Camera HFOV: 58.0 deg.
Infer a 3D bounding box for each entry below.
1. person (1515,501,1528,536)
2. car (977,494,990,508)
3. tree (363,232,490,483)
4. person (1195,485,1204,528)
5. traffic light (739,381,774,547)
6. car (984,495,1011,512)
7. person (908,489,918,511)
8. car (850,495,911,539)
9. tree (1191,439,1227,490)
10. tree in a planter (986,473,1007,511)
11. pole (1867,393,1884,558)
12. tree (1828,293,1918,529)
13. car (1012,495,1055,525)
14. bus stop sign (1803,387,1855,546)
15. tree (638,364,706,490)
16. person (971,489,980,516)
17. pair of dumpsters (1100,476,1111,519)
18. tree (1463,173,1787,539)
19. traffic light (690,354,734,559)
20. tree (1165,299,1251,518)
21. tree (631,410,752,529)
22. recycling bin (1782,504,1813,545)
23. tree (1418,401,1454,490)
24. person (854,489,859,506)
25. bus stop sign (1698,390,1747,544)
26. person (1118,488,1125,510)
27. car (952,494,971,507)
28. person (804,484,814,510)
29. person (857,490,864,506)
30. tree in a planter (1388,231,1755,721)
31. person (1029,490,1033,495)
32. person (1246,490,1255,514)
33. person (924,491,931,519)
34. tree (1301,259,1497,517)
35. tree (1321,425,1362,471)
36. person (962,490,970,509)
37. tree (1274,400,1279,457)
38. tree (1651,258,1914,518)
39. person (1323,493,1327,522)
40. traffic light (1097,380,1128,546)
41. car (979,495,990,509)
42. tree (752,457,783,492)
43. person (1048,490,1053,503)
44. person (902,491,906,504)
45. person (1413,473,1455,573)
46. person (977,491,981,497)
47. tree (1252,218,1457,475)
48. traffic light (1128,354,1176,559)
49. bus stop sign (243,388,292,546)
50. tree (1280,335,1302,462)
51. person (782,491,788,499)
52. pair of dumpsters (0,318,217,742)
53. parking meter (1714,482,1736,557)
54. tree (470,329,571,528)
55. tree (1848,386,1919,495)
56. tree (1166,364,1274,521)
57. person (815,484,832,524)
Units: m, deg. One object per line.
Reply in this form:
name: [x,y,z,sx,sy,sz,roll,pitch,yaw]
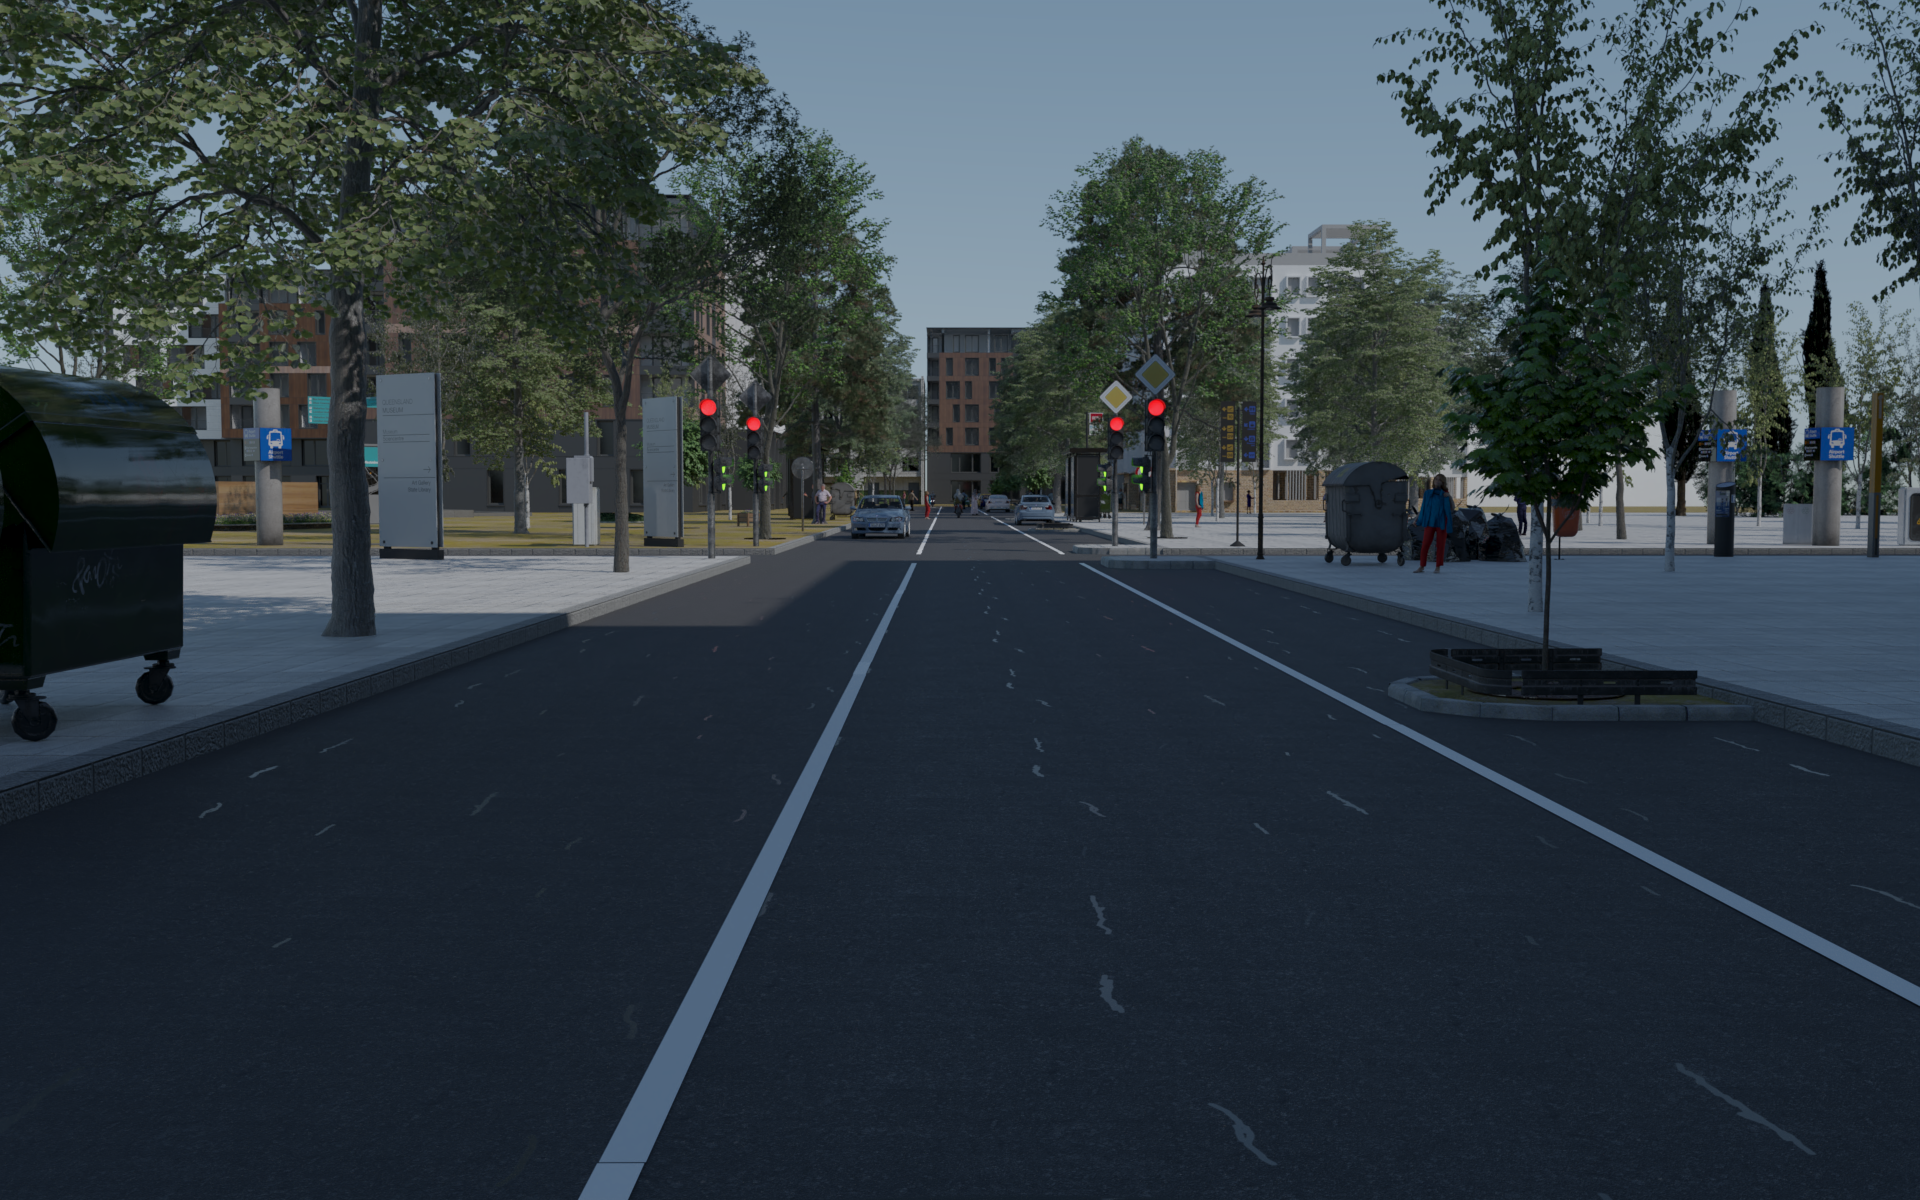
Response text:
person: [17.287,-2.857,53.467,0.504,1.737,0.576,3,5,44]
car: [2.619,-10.285,178.380,2.015,1.641,3.980,0,4,-2]
tree: [-14.740,-5.960,47.801,4.360,8.622,3.978,0,3,0]
person: [9.185,-3.590,66.441,0.444,1.614,0.593,3,5,42]
traffic light: [-4.978,-3.245,42.309,0.839,4.213,0.868,0,4,0]
car: [2.965,-7.568,136.100,2.083,1.381,4.827,0,4,-1]
person: [-4.060,-8.477,147.116,0.705,1.823,1.348,-3,4,-37]
car: [-2.588,-2.757,57.084,2.014,1.417,4.499,0,4,1]
tree: [16.001,-9.578,106.968,4.737,8.622,4.395,0,3,0]
tree in a planter: [3.085,-8.996,144.308,1.991,3.239,1.994,0,4,0]
pole: [18.486,-2.515,34.968,0.158,3.312,0.155,0,3,0]
tree: [33.055,-6.939,63.812,4.737,8.622,4.395,0,3,0]
car: [3.447,-4.184,80.408,2.014,1.417,4.499,0,4,0]
bus stop sign: [21.498,-3.295,42.889,0.837,3.901,0.837,0,3,0]
tree: [-15.483,-8.812,94.440,4.737,8.622,4.395,0,3,0]
person: [1.009,-6.479,115.101,0.621,1.740,0.551,0,4,-1]
pair of dumpsters: [7.161,-5.425,91.194,1.574,2.255,4.436,0,4,0]
tree: [18.803,-7.012,49.061,8.767,10.594,7.601,0,4,8]
traffic light: [-4.921,-2.757,34.324,0.839,4.213,0.868,0,4,0]
tree: [14.070,-10.566,90.880,7.486,12.596,7.792,0,3,0]
tree: [-10.512,-4.944,64.546,4.285,4.588,4.351,0,3,0]
recycling bin: [21.422,-1.932,44.147,0.722,1.027,0.722,2,4,33]
tree: [31.545,-10.049,114.659,4.360,8.622,3.978,0,3,0]
person: [-11.006,-10.806,182.815,0.705,1.812,1.348,1,4,22]
bus stop sign: [19.415,-3.372,44.144,0.837,3.901,0.837,-1,4,-8]
person: [12.794,-8.065,138.687,0.721,1.735,1.217,-3,4,-39]
car: [0.207,-10.885,189.764,2.131,1.459,4.920,0,4,0]
person: [-6.706,-4.387,78.303,0.750,1.759,0.617,-1,4,-9]
person: [-10.827,-10.885,184.733,1.217,1.735,0.721,0,4,6]
tree in a planter: [4.037,-0.894,11.838,1.991,3.239,1.994,0,4,0]
person: [6.970,-10.232,174.124,1.217,1.735,0.721,2,4,25]
person: [18.518,-6.239,110.421,0.546,1.535,0.453,-3,4,-38]
person: [-1.839,-5.445,99.226,0.444,1.614,0.593,1,4,10]
tree: [25.038,-11.557,95.607,9.857,13.997,8.962,0,3,0]
tree: [25.522,-10.071,115.019,4.360,8.622,3.978,0,3,0]
person: [0.362,-9.441,162.841,0.705,1.826,1.348,-3,5,-44]
tree: [19.500,-10.099,115.485,4.360,8.622,3.978,0,3,0]
tree: [47.943,-12.192,101.153,13.155,14.587,18.604,2,4,35]
person: [16.637,-4.286,78.175,0.516,1.574,0.319,3,4,36]
traffic light: [3.783,-3.250,42.387,0.839,4.213,0.868,0,4,0]
car: [2.772,-9.380,165.935,1.945,1.354,3.894,0,4,1]
tree: [-13.563,-8.043,115.211,4.285,4.588,4.351,0,3,0]
person: [6.176,-6.669,117.291,0.499,1.552,0.429,1,4,15]
person: [-6.413,-11.445,196.346,0.721,1.743,1.217,-1,4,-20]
person: [7.683,-1.241,28.044,0.444,1.614,0.593,-3,4,-38]
person: [2.062,-11.003,188.475,0.705,1.814,1.350,-3,5,-40]
tree: [17.136,-9.427,72.266,7.486,12.596,7.792,0,3,0]
traffic light: [3.840,-2.762,34.402,0.839,4.213,0.868,0,4,0]
bus stop sign: [-17.271,-3.317,43.244,0.837,3.901,0.837,3,5,41]
tree: [24.447,-12.213,106.338,9.857,13.997,8.962,0,3,0]
person: [-13.394,-8.002,136.500,1.348,1.869,0.705,-2,4,-28]
pair of dumpsters: [-5.300,-0.365,8.464,1.574,2.255,4.436,0,4,0]
parking meter: [15.631,-1.651,35.401,0.372,1.533,0.369,0,3,0]
tree: [-16.159,-6.972,64.350,4.737,8.622,4.395,0,3,0]
tree: [49.844,-6.815,74.326,20.602,7.101,11.467,0,4,7]
tree: [11.869,-8.004,81.234,4.360,8.622,3.978,0,3,0]
person: [-5.900,-4.106,74.118,0.756,1.711,0.436,1,4,22]
